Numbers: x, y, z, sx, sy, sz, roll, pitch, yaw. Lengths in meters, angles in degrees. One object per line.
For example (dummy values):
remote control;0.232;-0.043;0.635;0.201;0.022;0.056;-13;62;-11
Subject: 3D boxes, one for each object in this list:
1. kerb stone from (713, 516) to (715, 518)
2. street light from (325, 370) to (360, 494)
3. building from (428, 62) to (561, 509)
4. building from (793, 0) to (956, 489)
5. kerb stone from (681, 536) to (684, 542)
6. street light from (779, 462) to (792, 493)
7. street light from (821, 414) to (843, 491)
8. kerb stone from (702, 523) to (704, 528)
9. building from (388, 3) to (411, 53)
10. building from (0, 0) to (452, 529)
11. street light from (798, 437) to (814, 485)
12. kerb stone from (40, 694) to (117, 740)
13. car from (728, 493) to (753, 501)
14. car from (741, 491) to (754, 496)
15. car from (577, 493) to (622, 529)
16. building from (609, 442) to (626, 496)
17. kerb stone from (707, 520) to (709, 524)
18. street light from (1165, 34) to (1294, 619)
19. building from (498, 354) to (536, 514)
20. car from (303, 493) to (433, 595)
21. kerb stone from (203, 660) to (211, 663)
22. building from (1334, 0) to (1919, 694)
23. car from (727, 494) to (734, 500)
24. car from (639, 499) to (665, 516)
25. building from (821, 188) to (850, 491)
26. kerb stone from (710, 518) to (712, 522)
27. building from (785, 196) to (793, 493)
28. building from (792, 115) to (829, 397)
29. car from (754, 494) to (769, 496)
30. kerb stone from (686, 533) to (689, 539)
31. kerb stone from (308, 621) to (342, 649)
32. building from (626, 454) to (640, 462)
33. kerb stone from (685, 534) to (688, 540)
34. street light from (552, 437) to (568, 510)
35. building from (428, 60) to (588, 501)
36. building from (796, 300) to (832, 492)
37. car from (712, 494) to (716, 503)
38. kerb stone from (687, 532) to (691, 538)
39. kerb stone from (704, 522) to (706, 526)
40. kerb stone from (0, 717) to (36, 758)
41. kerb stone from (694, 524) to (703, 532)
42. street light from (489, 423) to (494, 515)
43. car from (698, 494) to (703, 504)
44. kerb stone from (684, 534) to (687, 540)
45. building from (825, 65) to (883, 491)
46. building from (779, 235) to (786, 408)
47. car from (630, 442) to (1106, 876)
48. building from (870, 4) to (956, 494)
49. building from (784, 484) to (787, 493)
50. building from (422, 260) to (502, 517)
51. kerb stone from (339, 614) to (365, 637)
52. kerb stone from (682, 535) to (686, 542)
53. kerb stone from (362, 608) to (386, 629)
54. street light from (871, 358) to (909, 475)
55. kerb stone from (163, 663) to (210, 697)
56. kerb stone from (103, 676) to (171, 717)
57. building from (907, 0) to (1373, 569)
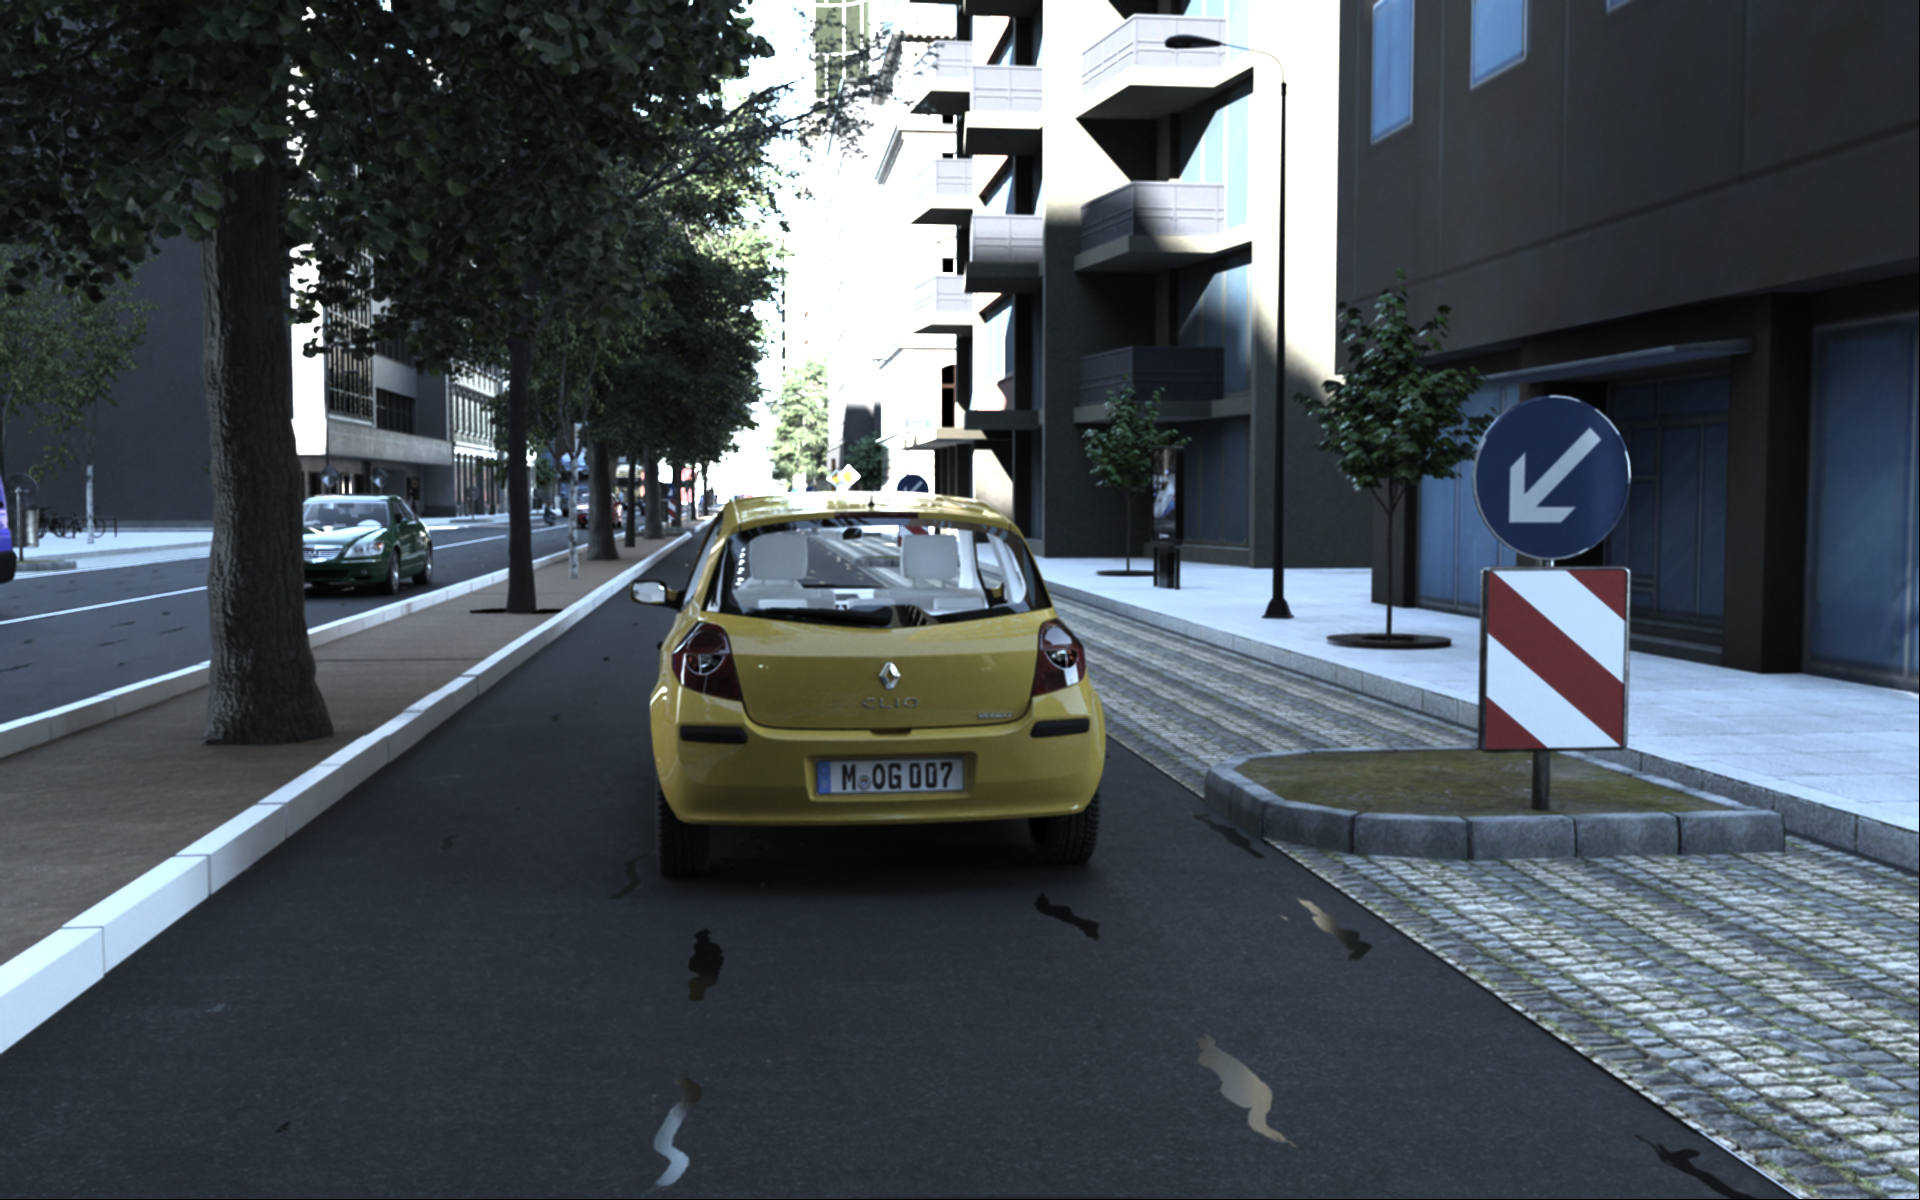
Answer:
kerb stone;-13.189;-4.251;91.699;0.120;0.150;1.000;0;4;-7
street light;-23.200;-5.656;65.019;1.470;5.913;1.316;0;4;-7
building;-50.837;-27.975;149.272;32.217;40.220;23.993;0;4;-7
building;-9.611;-47.031;207.214;20.563;71.187;20.611;0;4;-7
kerb stone;-8.018;-1.666;49.448;0.120;0.150;1.000;0;4;-7
street light;-21.707;-15.004;217.850;1.470;5.913;1.316;0;4;-7
street light;-7.377;-7.840;100.731;1.470;5.913;1.316;0;4;-7
kerb stone;-10.570;-2.942;70.317;0.120;0.150;1.000;0;4;-7
building;-51.140;-53.686;190.430;22.319;86.520;31.000;0;4;-7
building;-32.871;-15.861;78.388;14.314;24.678;30.058;0;4;-7
street light;-12.579;-10.354;141.837;1.470;5.913;1.316;0;4;-7
kerb stone;-5.375;0.719;10.507;0.120;0.150;1.000;0;4;-7
car;-13.869;-6.192;110.829;1.945;1.707;3.694;0;4;-8
car;-24.695;-11.776;201.209;2.281;1.827;5.304;0;4;-8
car;-15.302;-3.920;73.124;2.155;1.783;4.494;0;4;-6
building;-51.714;-35.367;228.367;14.600;45.320;14.200;0;4;-7
kerb stone;-11.574;-3.441;78.454;0.120;0.150;1.000;0;4;-7
street light;2.763;-2.765;17.744;1.470;5.913;1.316;0;4;-7
building;-35.848;-16.230;120.115;10.420;20.320;16.860;0;4;-7
car;-9.146;-0.871;26.044;2.131;1.459;4.920;0;4;-8
kerb stone;-5.744;0.529;13.551;0.120;0.150;1.000;0;4;-7
building;12.182;-22.211;13.268;14.600;45.320;14.200;0;4;-7
car;-17.152;-7.687;134.476;1.959;1.807;4.718;0;4;-6
car;-20.649;-6.386;116.985;1.945;1.354;3.894;0;4;-8
building;-3.073;-21.002;130.778;14.401;28.519;23.554;0;4;-7
kerb stone;-12.319;-3.813;84.586;0.120;0.150;1.000;0;4;-7
building;-17.165;-34.073;240.681;14.154;41.232;14.086;0;4;-7
building;-10.755;-31.006;190.545;14.154;41.232;14.086;0;4;-7
car;-13.356;-6.536;117.089;2.015;1.641;3.980;0;4;-6
kerb stone;-8.521;-1.916;53.518;0.120;0.150;1.000;0;4;-7
kerb stone;-6.124;0.342;16.599;0.120;0.150;1.000;0;4;-7
building;-57.871;-36.380;249.435;22.147;44.769;28.867;0;4;-7
kerb stone;-8.393;-1.846;52.504;0.120;0.150;1.000;0;4;-7
street light;-32.492;-10.285;140.707;1.470;5.913;1.316;0;4;-7
building;-44.269;-31.771;169.568;14.600;45.320;14.200;0;4;-7
building;-1.827;-19.913;170.623;27.650;21.520;28.899;0;4;-7
car;-38.753;-15.788;269.923;2.131;1.459;4.920;0;4;-6
kerb stone;-8.642;-1.978;54.538;0.120;0.150;1.000;0;4;-7
kerb stone;-10.944;-3.126;73.361;0.120;0.150;1.000;0;4;-7
kerb stone;-5.253;0.777;9.489;0.120;0.150;1.000;0;4;-7
kerb stone;-10.449;-2.881;69.302;0.120;0.150;1.000;0;4;-7
street light;-28.197;-8.172;106.151;1.470;5.913;1.316;0;4;-7
car;-36.319;-14.490;246.508;1.945;1.707;3.694;0;4;-7
kerb stone;-8.271;-1.791;51.477;0.120;0.150;1.000;0;4;-7
building;-0.682;-19.185;107.176;14.314;27.812;24.014;0;4;-7
building;-18.570;-38.624;286.122;22.147;44.769;28.867;0;4;-7
car;-0.526;0.135;8.017;2.015;1.641;3.980;-1;4;-8
building;13.882;-15.734;76.342;34.723;24.649;14.460;0;4;-7
building;-10.476;-34.788;260.671;32.217;40.220;23.993;0;4;-7
building;-33.386;-15.510;102.734;9.793;20.994;18.267;0;4;-7
kerb stone;-6.249;0.280;17.617;0.120;0.150;1.000;0;4;-7
kerb stone;-8.145;-1.729;50.463;0.120;0.150;1.000;0;4;-7
kerb stone;-6.372;0.221;18.632;0.120;0.150;1.000;0;4;-7
street light;-2.335;-5.298;59.156;1.470;5.913;1.316;0;4;-7
kerb stone;-5.632;0.599;12.536;0.120;0.150;1.000;0;4;-7
kerb stone;-5.497;0.653;11.522;0.120;0.150;1.000;0;4;-7
building;10.232;-23.738;42.745;22.147;44.769;28.867;0;4;-7
